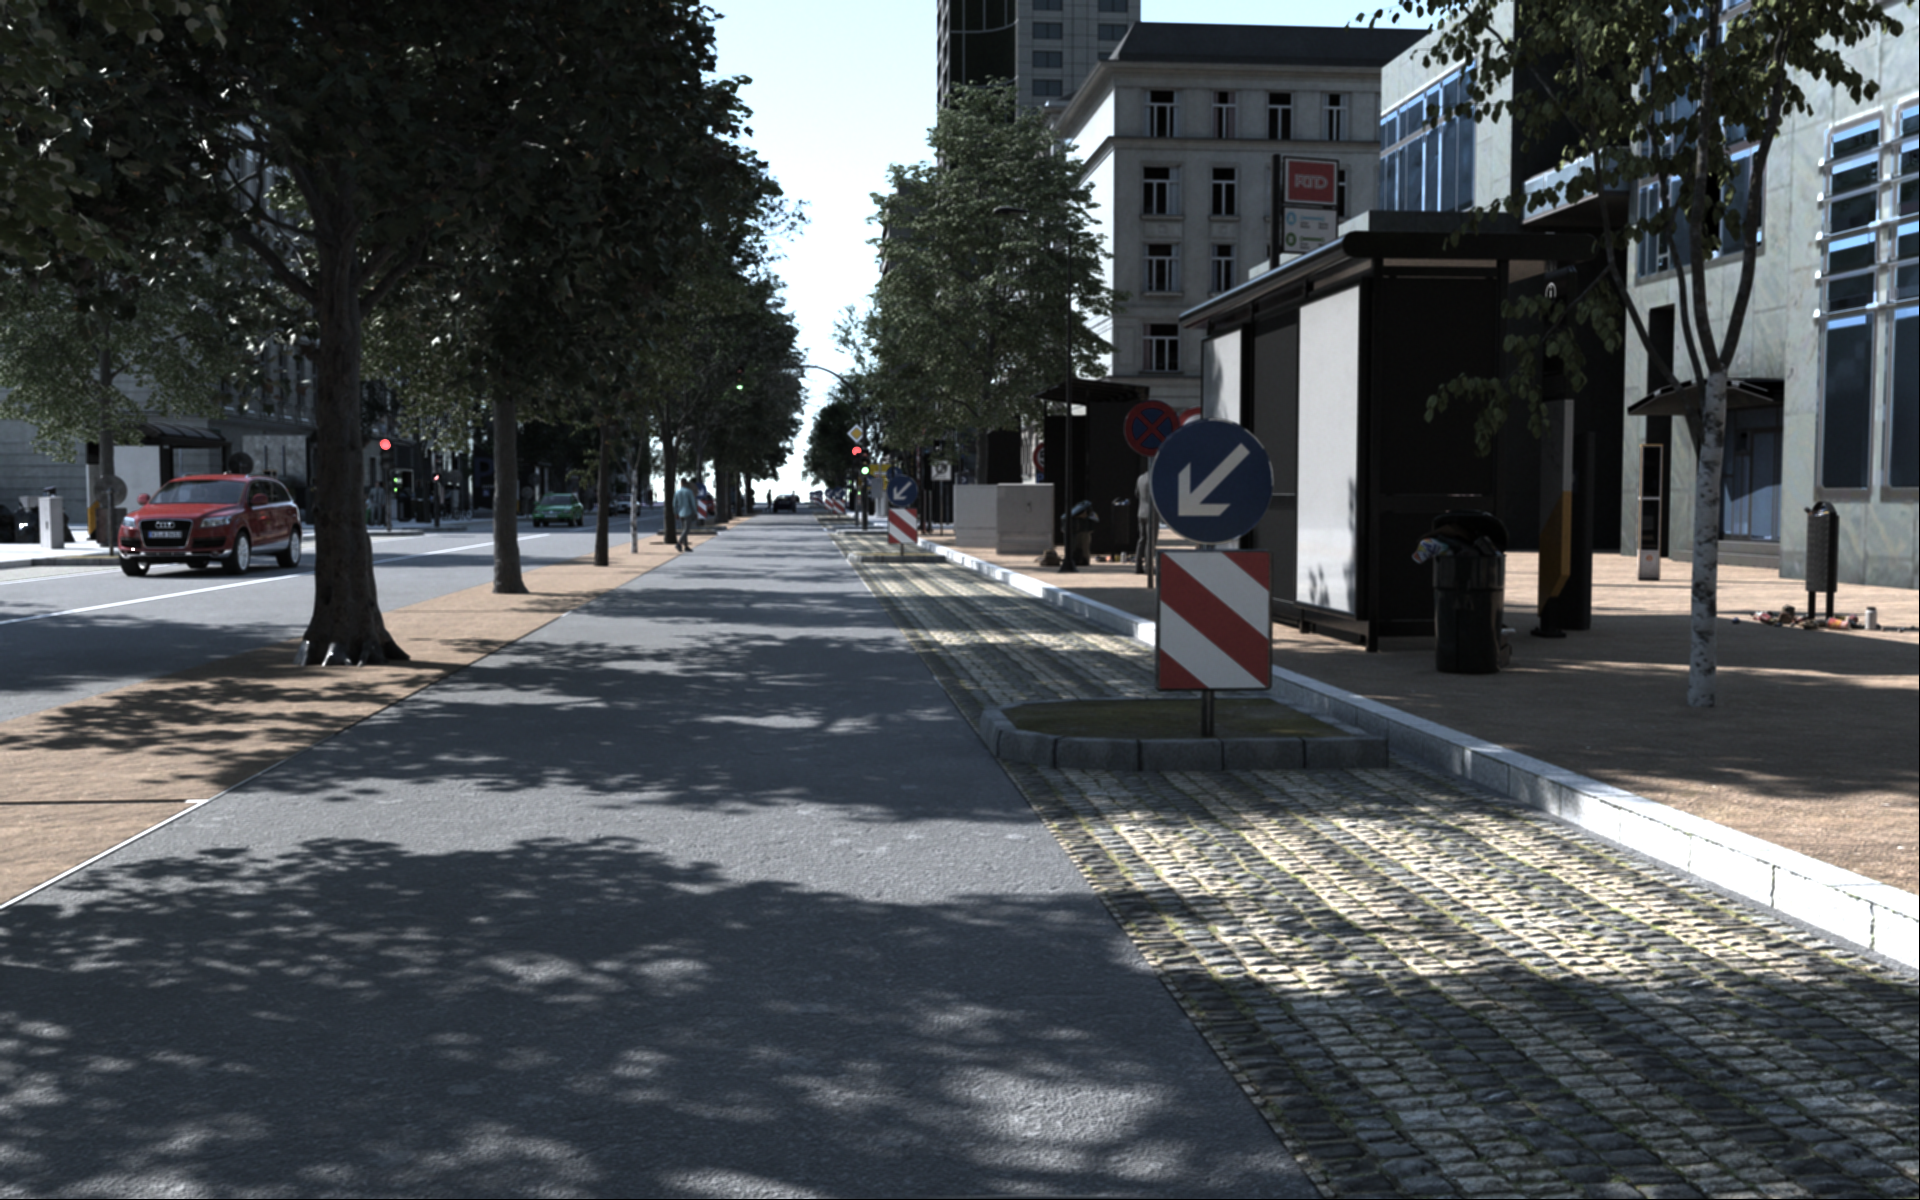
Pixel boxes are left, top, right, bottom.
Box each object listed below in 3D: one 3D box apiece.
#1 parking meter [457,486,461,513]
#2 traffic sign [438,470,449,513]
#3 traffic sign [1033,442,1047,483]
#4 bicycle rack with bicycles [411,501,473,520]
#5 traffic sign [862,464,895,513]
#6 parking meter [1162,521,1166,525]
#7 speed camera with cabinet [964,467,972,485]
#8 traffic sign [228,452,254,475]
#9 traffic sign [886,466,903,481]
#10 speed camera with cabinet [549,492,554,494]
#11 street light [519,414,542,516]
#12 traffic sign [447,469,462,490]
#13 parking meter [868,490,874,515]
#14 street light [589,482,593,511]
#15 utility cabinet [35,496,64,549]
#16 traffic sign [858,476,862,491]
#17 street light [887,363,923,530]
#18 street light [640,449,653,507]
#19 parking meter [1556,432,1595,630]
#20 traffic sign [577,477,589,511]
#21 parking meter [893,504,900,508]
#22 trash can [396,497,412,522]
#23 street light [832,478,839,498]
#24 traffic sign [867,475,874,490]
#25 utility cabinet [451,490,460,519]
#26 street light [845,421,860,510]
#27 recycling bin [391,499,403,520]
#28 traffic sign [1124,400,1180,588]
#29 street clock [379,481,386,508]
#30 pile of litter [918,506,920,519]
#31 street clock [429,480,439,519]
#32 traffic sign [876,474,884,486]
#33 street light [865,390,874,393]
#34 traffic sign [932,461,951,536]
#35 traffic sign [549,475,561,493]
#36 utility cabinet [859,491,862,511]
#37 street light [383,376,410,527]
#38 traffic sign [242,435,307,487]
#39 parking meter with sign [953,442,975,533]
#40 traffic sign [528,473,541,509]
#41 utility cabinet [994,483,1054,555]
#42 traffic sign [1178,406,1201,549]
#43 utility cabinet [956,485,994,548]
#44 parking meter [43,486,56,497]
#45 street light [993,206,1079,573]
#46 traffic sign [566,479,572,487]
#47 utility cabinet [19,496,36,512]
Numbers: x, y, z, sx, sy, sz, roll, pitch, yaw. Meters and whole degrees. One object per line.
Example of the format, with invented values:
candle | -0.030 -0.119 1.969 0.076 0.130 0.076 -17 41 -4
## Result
parking meter | -32.690 -6.542 112.680 0.399 1.863 0.255 2 4 24
traffic sign | -27.375 -5.611 91.849 0.768 2.556 0.104 0 4 0
traffic sign | 2.138 -2.569 42.112 0.768 2.556 0.104 0 4 -4
bicycle rack with bicycles | -25.459 -4.342 84.366 2.925 0.926 2.852 3 5 45
traffic sign | -5.409 -7.442 115.550 2.265 3.308 0.079 0 4 3
parking meter | 8.543 -4.072 72.292 0.255 1.863 0.399 3 5 40
speed camera with cabinet | 1.009 -8.189 128.221 2.038 3.252 0.660 2 4 35
traffic sign | -21.714 -3.193 52.312 0.768 2.556 0.104 0 4 1
traffic sign | -2.981 -4.822 78.947 0.768 2.556 0.104 0 4 -3
speed camera with cabinet | -28.126 -7.401 115.348 2.038 3.252 0.660 -1 4 -15
street light | -25.007 -7.849 100.872 1.470 5.913 1.316 0 4 -5
traffic sign | -26.017 -5.449 89.200 0.768 2.556 0.104 0 4 -4
parking meter | -5.353 -5.880 104.557 0.372 1.533 0.369 0 3 0
street light | -28.095 -9.872 133.954 1.470 5.913 1.316 0 4 -5
utility cabinet | -21.391 -1.810 40.763 0.306 1.237 1.020 -3 5 -41
traffic sign | -7.456 -9.231 144.807 2.265 3.308 0.079 0 4 -3
street light | -1.908 -5.430 61.317 1.470 5.913 1.316 0 4 -5
street light | -32.330 -12.586 178.320 1.470 5.913 1.316 0 4 -5
parking meter | 5.776 -0.656 16.437 0.399 1.863 0.255 3 5 39
traffic sign | -28.708 -8.066 131.877 0.884 2.594 0.081 0 4 -5
parking meter | -2.524 -3.749 69.701 0.372 1.533 0.369 0 3 0
trash can | -25.781 -4.200 80.318 0.748 1.137 0.748 0 3 0
street light | -10.546 -11.047 153.154 1.470 5.913 1.316 0 4 -5
traffic sign | -5.972 -6.981 114.238 0.768 2.556 0.104 0 4 0
utility cabinet | -25.753 -4.869 88.286 0.318 1.500 1.173 -1 4 -22
street light | -6.635 -8.458 110.837 1.470 5.913 1.316 0 4 -5
recycling bin | -28.219 -4.525 86.539 0.722 1.027 0.722 -2 4 -24
traffic sign | 2.599 -1.433 23.544 0.768 2.556 0.104 0 4 -3
street clock | -33.153 -5.802 99.440 0.358 2.002 0.471 1 4 23
pile of litter | -2.098 -4.578 88.811 1.719 0.858 1.176 -3 5 -42
street clock | -27.214 -5.201 89.604 0.471 2.002 0.358 -1 4 -9
traffic sign | -5.351 -6.895 112.735 0.884 2.594 0.081 0 4 3
street light | -3.546 -6.436 77.768 1.470 5.913 1.316 0 4 -5
traffic sign | -0.562 -3.072 52.359 0.606 2.300 0.079 0 4 4
traffic sign | -27.259 -7.116 116.347 0.884 2.594 0.081 0 4 -4
utility cabinet | -7.219 -7.541 131.971 1.173 1.500 0.318 -3 5 -44
street light | -21.898 -5.827 67.806 1.470 5.913 1.316 0 4 -5
traffic sign | -23.760 -4.047 60.049 2.265 3.308 0.079 0 4 4
parking meter with sign | 0.007 -3.758 57.711 0.543 3.016 1.738 -1 4 -10
traffic sign | -25.699 -6.391 104.602 0.768 2.556 0.104 0 4 -4
utility cabinet | 1.359 -1.676 36.075 1.173 1.500 0.318 1 4 12
traffic sign | 3.477 -1.536 25.221 0.768 2.556 0.104 0 4 -1
utility cabinet | 0.484 -1.978 41.019 1.173 1.500 0.318 2 4 29
parking meter | -29.575 -2.928 56.285 0.372 1.533 0.369 0 3 0
street light | 1.237 -3.403 28.188 1.470 5.913 1.316 0 4 -5
traffic sign | -29.914 -8.050 131.727 0.768 2.556 0.104 0 4 -2
utility cabinet | -27.244 -2.435 50.978 0.306 1.237 1.020 0 4 3
